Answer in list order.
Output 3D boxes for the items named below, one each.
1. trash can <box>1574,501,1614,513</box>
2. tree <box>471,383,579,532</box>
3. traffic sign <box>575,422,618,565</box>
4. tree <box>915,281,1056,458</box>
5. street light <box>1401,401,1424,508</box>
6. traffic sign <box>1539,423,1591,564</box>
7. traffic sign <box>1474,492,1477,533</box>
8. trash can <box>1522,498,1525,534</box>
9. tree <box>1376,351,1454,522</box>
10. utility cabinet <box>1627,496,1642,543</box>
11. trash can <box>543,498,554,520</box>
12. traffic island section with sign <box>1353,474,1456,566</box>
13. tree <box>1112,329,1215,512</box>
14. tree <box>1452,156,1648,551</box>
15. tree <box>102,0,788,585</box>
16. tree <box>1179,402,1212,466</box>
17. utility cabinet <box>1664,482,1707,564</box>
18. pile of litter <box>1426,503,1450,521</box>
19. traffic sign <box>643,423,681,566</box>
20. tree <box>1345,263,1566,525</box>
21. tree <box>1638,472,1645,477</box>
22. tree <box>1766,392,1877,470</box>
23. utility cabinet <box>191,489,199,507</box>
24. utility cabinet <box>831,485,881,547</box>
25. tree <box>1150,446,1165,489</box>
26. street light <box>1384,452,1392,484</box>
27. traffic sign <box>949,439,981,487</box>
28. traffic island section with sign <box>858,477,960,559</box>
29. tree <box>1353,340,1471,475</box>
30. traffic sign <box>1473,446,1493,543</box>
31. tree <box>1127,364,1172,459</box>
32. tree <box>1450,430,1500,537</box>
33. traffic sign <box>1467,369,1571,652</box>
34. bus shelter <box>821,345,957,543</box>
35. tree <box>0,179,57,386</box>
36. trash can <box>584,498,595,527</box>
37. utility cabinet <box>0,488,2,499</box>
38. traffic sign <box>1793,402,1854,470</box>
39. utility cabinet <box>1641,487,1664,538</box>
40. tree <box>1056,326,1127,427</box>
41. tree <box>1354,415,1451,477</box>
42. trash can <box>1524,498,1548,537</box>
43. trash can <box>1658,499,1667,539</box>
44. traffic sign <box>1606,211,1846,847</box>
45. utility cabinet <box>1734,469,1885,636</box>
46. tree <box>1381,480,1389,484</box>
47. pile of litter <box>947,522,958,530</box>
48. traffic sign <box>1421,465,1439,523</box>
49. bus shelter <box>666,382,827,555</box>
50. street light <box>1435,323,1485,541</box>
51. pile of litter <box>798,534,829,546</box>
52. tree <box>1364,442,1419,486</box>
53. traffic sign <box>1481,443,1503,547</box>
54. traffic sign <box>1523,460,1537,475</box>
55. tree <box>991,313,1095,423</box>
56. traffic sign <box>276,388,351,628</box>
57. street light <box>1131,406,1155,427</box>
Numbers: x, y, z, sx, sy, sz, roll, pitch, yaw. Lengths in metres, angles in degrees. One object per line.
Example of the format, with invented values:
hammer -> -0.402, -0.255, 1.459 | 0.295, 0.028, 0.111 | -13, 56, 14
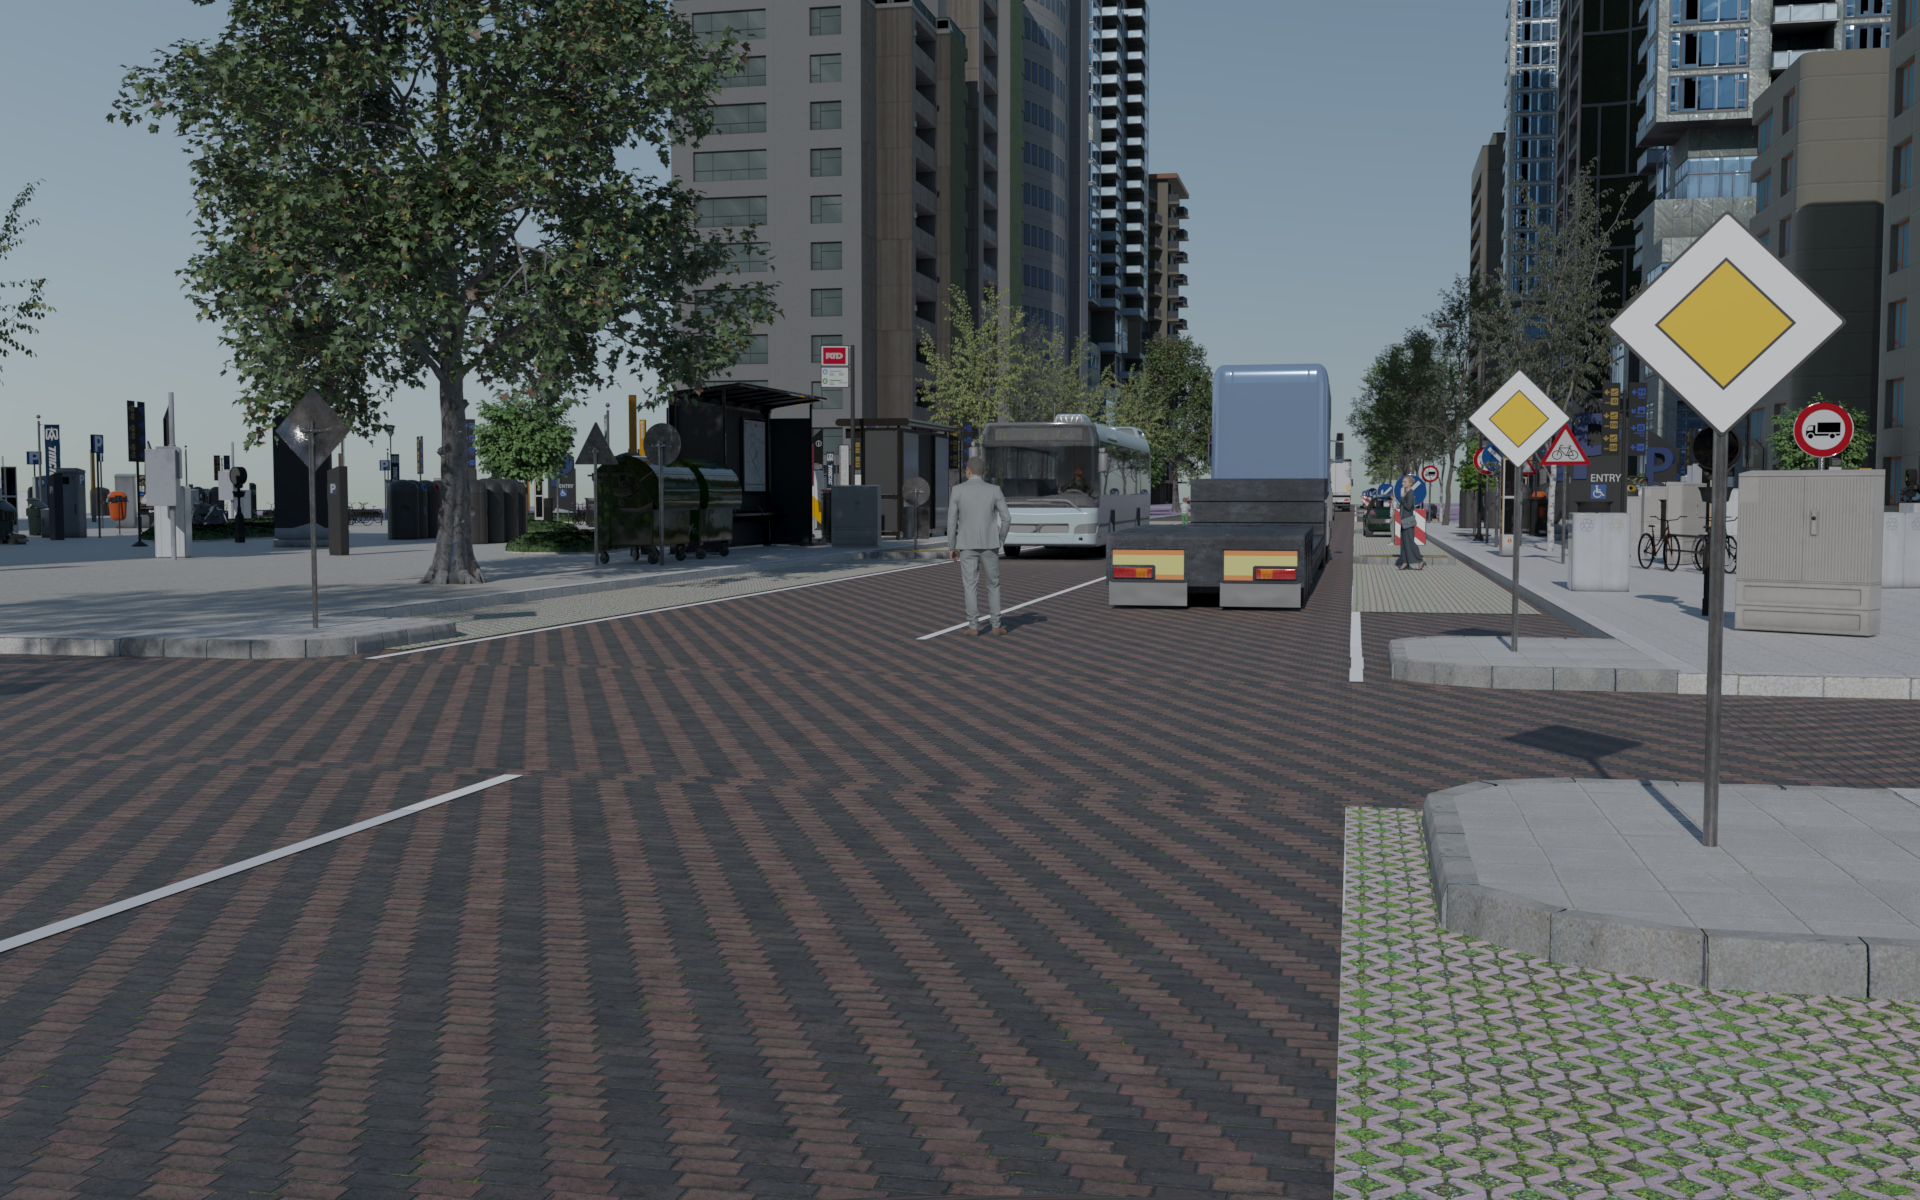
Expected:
trash can -> 12.622, -1.398, 34.507 | 0.748, 1.137, 0.748 | 0, 3, 0
tree -> -12.578, -4.051, 49.948 | 4.285, 4.588, 4.351 | 0, 3, 0
traffic sign -> -6.578, -1.914, 31.293 | 0.884, 2.594, 0.081 | 1, 4, 19
tree -> 0.624, -6.660, 59.261 | 4.737, 8.622, 4.395 | 0, 3, 0
street light -> 22.476, -6.947, 86.126 | 1.470, 5.913, 1.316 | 1, 4, 13
traffic sign -> 11.075, -1.941, 31.738 | 0.884, 2.594, 0.081 | 1, 4, 21
traffic sign -> 17.022, -3.494, 57.123 | 0.884, 2.594, 0.081 | 1, 4, 18
trash can -> 18.222, -2.707, 55.907 | 0.748, 1.137, 0.748 | 0, 3, 0
tree -> 22.088, -7.938, 80.156 | 4.360, 8.622, 3.978 | 0, 3, 0
utility cabinet -> 17.440, -2.116, 45.766 | 1.020, 1.237, 0.306 | 1, 4, 12
trash can -> -15.571, -3.259, 64.934 | 0.748, 1.137, 0.748 | 0, 3, 0
traffic island section with sign -> 9.114, -1.649, 35.596 | 1.989, 1.847, 2.006 | 1, 4, 13
tree -> 15.029, -12.485, 121.137 | 9.611, 12.733, 9.660 | 0, 3, 0
tree -> 13.277, -5.406, 38.743 | 4.360, 8.622, 3.978 | 0, 3, 0
tree -> -7.309, -6.591, 24.772 | 9.611, 12.733, 9.660 | 0, 3, 0
tree -> 24.064, -14.532, 163.361 | 9.928, 11.665, 9.643 | 0, 3, 0
utility cabinet -> 13.241, -1.399, 31.551 | 0.318, 1.500, 1.173 | 3, 5, 42
pile of litter -> 22.692, -4.176, 82.237 | 1.719, 0.858, 1.176 | -2, 4, -31
traffic sign -> -5.348, -1.890, 31.001 | 0.768, 2.556, 0.104 | 1, 4, 21
tree -> 20.119, -8.322, 70.479 | 8.767, 10.594, 7.601 | -3, 4, -38
tree -> 32.637, -5.321, 81.594 | 1.663, 3.219, 1.824 | 0, 3, 0
tree -> 27.650, -4.398, 55.628 | 4.285, 4.588, 4.351 | 0, 3, 0
utility cabinet -> -36.776, -4.516, 82.522 | 1.173, 1.500, 0.318 | 2, 4, 28
utility cabinet -> -2.502, -2.021, 41.729 | 1.173, 1.500, 0.318 | 1, 4, 15
tree -> 11.028, -7.458, 105.658 | 4.285, 4.588, 4.351 | 0, 3, 0
street light -> 30.817, -9.169, 122.448 | 1.470, 5.913, 1.316 | 1, 4, 13
traffic sign -> 0.576, -4.292, 64.039 | 2.265, 3.308, 0.079 | 1, 4, 17
traffic island section with sign -> -1.073, -1.851, 38.886 | 1.989, 1.847, 2.006 | 1, 4, 13
tree -> 30.310, -11.648, 116.203 | 9.928, 11.665, 9.643 | 0, 3, 0
traffic sign -> 13.800, -2.763, 45.280 | 0.768, 2.556, 0.104 | 1, 4, 19
tree -> 9.739, -9.077, 98.766 | 4.737, 8.622, 4.395 | 0, 3, 0
tree -> 15.559, -3.534, 52.385 | 1.663, 3.219, 1.824 | 0, 3, 0
traffic sign -> 4.510, -0.636, 14.039 | 0.795, 2.450, 0.064 | 1, 4, 13
bus shelter -> -2.109, -4.377, 49.200 | 2.179, 5.291, 8.768 | 1, 4, 13
tree -> -18.670, -4.922, 30.833 | 4.737, 8.622, 4.395 | 0, 3, 0
trash can -> -14.205, -3.395, 67.158 | 0.748, 1.137, 0.748 | 0, 3, 0
utility cabinet -> -34.887, -3.307, 62.750 | 0.318, 1.500, 1.173 | 3, 5, 43
traffic sign -> 11.935, -1.463, 24.019 | 0.768, 2.556, 0.104 | 1, 4, 13
utility cabinet -> 20.474, -2.552, 50.397 | 1.173, 1.500, 0.318 | 0, 4, 5
tree -> 4.690, -7.733, 76.800 | 4.737, 8.622, 4.395 | 0, 3, 0
tree -> 44.357, -16.058, 172.925 | 12.009, 13.543, 11.850 | 0, 3, 0
trash can -> 17.543, -2.482, 52.233 | 0.748, 1.137, 0.748 | 0, 3, 0
trash can -> 19.368, -2.167, 47.081 | 0.748, 1.137, 0.748 | 0, 3, 0
traffic sign -> 2.733, -0.160, 6.254 | 0.795, 2.450, 0.064 | 1, 4, 13
utility cabinet -> 7.767, -0.440, 15.869 | 0.318, 1.500, 1.173 | -3, 5, -44
tree -> 52.629, -13.491, 215.171 | 1.663, 3.219, 1.824 | 0, 3, 0
pile of litter -> -0.748, -2.949, 62.184 | 1.719, 0.858, 1.176 | -1, 4, -9
traffic sign -> 20.661, -4.651, 76.148 | 0.768, 2.556, 0.104 | 1, 4, 15
bus shelter -> -4.773, -2.958, 39.644 | 1.731, 3.624, 6.357 | 1, 4, 13
street light -> 13.617, -4.563, 47.140 | 1.470, 5.913, 1.316 | 1, 4, 13
pile of litter -> -3.912, -1.830, 43.889 | 1.176, 0.858, 1.719 | 0, 4, 5
tree -> 56.653, -18.843, 226.203 | 7.486, 12.596, 7.792 | 0, 3, 0
traffic sign -> 12.902, -2.538, 41.600 | 0.768, 2.556, 0.104 | 1, 4, 20
traffic sign -> 15.293, -2.896, 47.358 | 0.884, 2.594, 0.081 | 1, 4, 13
tree -> 3.048, -7.329, 70.199 | 4.360, 8.622, 3.978 | 0, 3, 0
traffic sign -> -6.156, -0.786, 16.487 | 0.795, 2.450, 0.064 | 1, 4, 13
street light -> 9.637, -7.302, 91.934 | 1.470, 5.913, 1.316 | 1, 4, 13
